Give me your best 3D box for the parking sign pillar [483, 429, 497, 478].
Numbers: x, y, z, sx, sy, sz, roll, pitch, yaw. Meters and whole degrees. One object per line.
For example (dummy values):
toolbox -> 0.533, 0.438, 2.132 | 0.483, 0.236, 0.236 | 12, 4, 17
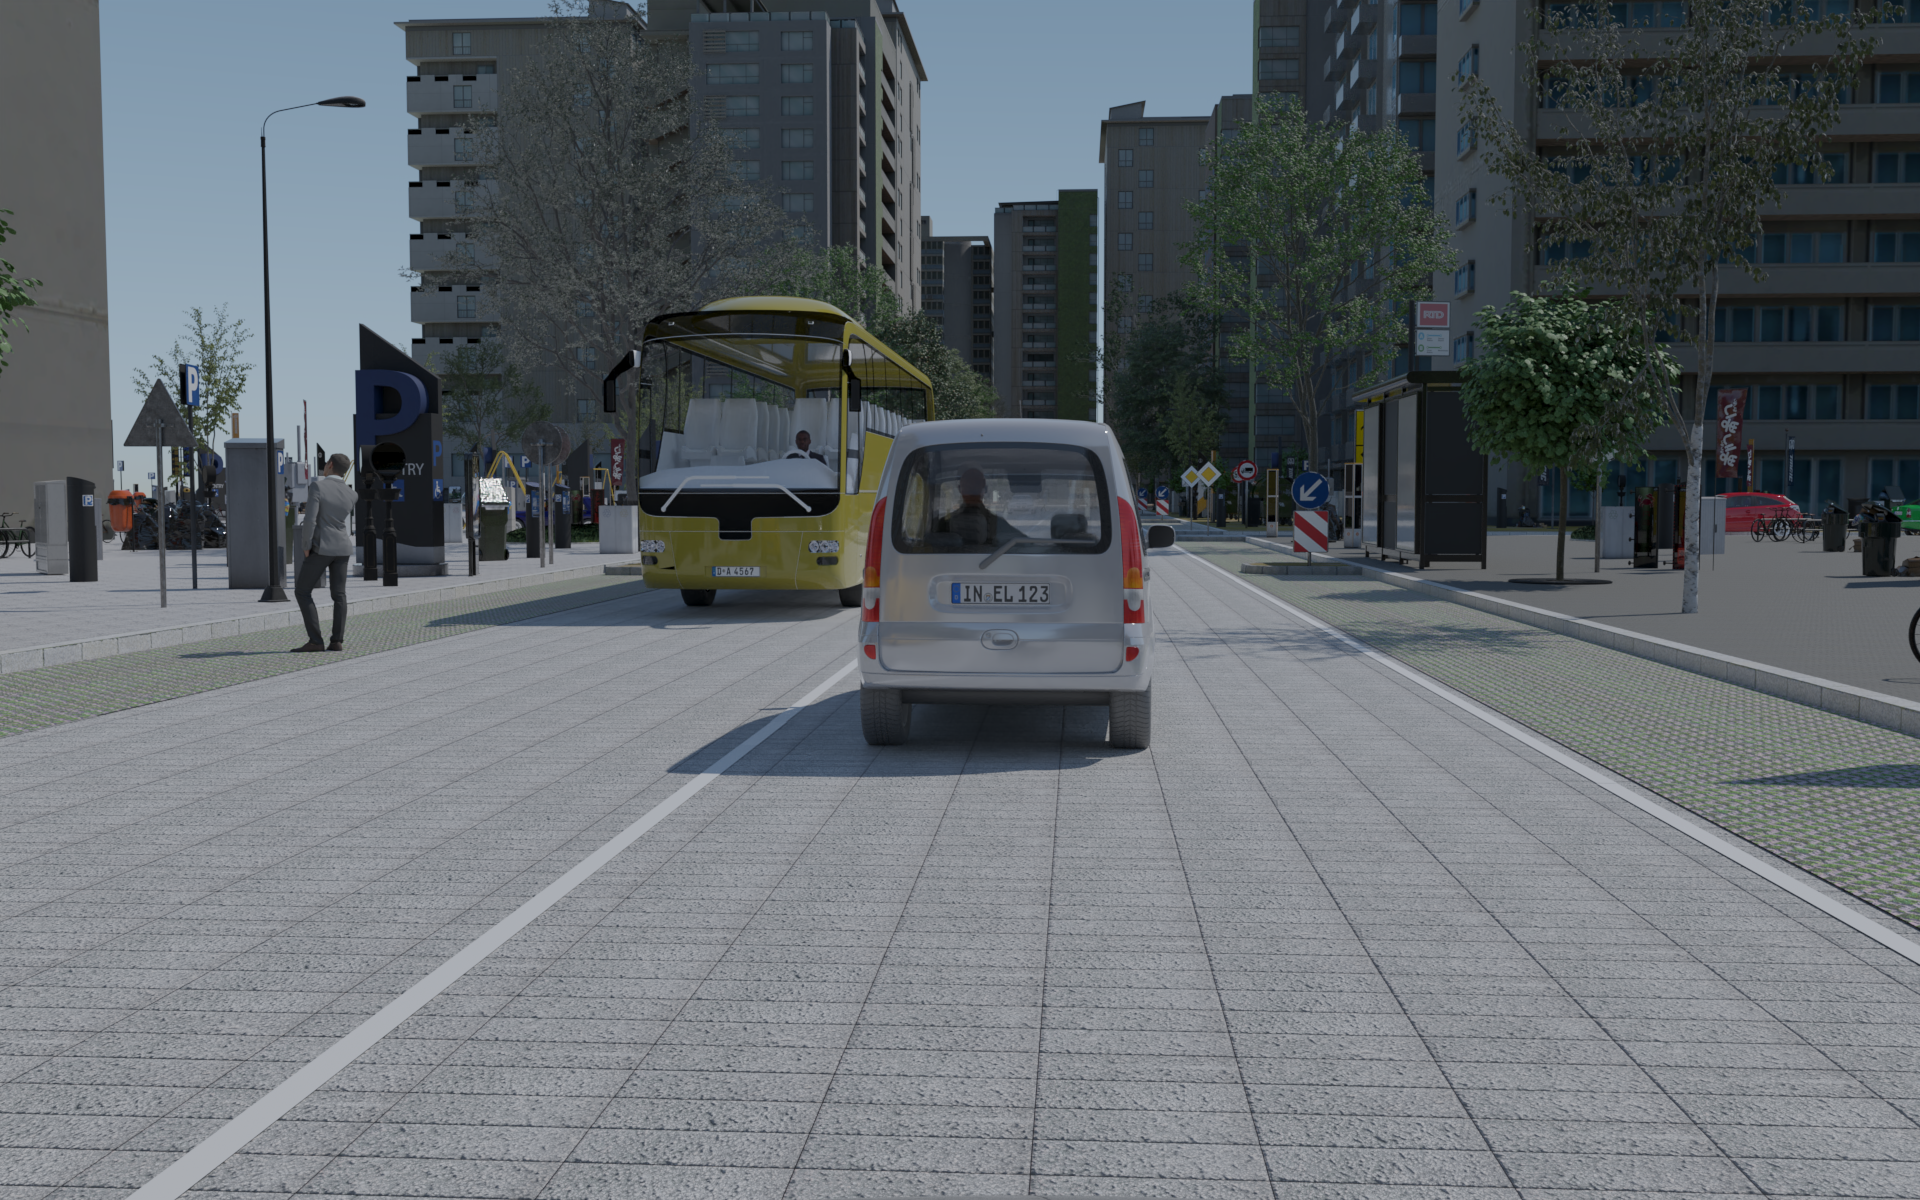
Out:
parking sign pillar -> -19.390, -5.081, 71.552 | 1.447, 3.967, 1.447 | -1, 4, -18

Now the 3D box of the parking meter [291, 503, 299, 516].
parking meter -> -39.659, -5.964, 103.224 | 0.255, 1.863, 0.399 | 1, 4, 17

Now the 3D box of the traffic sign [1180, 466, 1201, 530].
traffic sign -> 8.156, -3.511, 61.040 | 0.795, 2.450, 0.064 | 0, 4, 4

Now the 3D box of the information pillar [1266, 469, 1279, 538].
information pillar -> 9.221, -2.851, 51.108 | 0.304, 2.012, 0.304 | 1, 4, 17

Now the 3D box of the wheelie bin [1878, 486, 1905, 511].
wheelie bin -> 35.582, -3.567, 66.221 | 0.980, 1.594, 0.693 | -1, 4, -9

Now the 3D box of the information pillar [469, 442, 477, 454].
information pillar -> -21.858, -5.291, 77.866 | 0.183, 3.616, 0.504 | 2, 4, 24

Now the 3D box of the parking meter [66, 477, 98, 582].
parking meter -> -12.834, -1.035, 25.326 | 0.372, 1.533, 0.369 | 0, 3, 0

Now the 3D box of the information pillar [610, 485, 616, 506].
information pillar -> -21.862, -6.398, 109.093 | 0.304, 2.012, 0.304 | 0, 4, 2

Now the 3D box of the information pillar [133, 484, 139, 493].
information pillar -> -58.586, -7.258, 123.152 | 0.304, 2.012, 0.304 | -3, 5, -40

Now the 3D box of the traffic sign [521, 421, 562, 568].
traffic sign -> -7.287, -1.838, 30.157 | 0.768, 2.556, 0.104 | 1, 4, 12

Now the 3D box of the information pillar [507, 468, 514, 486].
information pillar -> -27.763, -7.076, 107.040 | 0.504, 3.616, 0.183 | 2, 4, 23

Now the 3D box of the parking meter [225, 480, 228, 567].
parking meter -> -12.764, -1.356, 30.579 | 0.372, 1.533, 0.369 | 0, 3, 0

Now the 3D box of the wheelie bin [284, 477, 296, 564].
wheelie bin -> -12.580, -1.449, 31.604 | 0.980, 1.594, 0.693 | 1, 4, 13

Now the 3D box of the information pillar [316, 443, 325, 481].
information pillar -> -29.188, -5.370, 79.148 | 0.183, 3.616, 0.504 | 1, 4, 21

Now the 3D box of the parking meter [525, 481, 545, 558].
parking meter -> -8.531, -1.614, 34.796 | 0.372, 1.533, 0.369 | 0, 3, 0

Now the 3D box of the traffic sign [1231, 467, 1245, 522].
traffic sign -> 12.838, -4.870, 79.727 | 0.768, 2.556, 0.104 | 0, 4, 7

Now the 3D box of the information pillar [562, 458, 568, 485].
information pillar -> -22.516, -6.579, 98.929 | 0.504, 3.616, 0.183 | 0, 4, -8

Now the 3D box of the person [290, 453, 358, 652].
person -> -5.761, -0.429, 15.697 | 0.592, 1.802, 0.473 | -3, 5, -44

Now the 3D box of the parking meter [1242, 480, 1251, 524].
parking meter -> 12.275, -4.186, 74.152 | 0.399, 1.863, 0.255 | 0, 4, -1

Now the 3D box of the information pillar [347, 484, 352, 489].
information pillar -> -45.191, -7.574, 128.324 | 0.304, 2.012, 0.304 | -2, 4, -33

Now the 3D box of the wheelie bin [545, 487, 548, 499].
wheelie bin -> -17.985, -4.079, 74.605 | 0.693, 1.594, 0.980 | -3, 5, -41

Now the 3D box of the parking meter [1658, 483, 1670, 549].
parking meter -> 16.532, -1.966, 40.562 | 0.372, 1.533, 0.369 | 0, 3, 0

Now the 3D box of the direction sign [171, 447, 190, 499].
direction sign -> -35.577, -5.332, 79.172 | 0.876, 3.537, 0.379 | 0, 4, -1

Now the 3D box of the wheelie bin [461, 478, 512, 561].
wheelie bin -> -9.130, -1.552, 33.285 | 0.693, 1.594, 0.980 | 3, 5, 44

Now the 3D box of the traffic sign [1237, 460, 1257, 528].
traffic sign -> 10.737, -3.959, 64.837 | 0.768, 2.556, 0.104 | 0, 4, 4

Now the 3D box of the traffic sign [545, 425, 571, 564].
traffic sign -> -7.476, -1.926, 31.598 | 0.768, 2.556, 0.104 | 0, 4, 4

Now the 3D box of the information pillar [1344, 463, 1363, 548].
information pillar -> 9.318, -2.235, 41.038 | 0.304, 2.012, 0.304 | -2, 4, -34

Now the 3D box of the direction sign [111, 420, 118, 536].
direction sign -> -26.081, -3.736, 53.076 | 0.379, 3.537, 0.876 | -3, 5, -43

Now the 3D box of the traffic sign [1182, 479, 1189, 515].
traffic sign -> 12.702, -5.785, 96.717 | 0.606, 2.300, 0.079 | 1, 4, 14

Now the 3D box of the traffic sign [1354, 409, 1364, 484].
traffic sign -> 10.569, -2.907, 41.409 | 2.265, 3.308, 0.079 | 0, 4, 8

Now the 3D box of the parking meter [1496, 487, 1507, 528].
parking meter -> 20.459, -3.486, 65.401 | 0.372, 1.533, 0.369 | 0, 3, 0

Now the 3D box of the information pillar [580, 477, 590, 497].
information pillar -> -16.051, -4.260, 74.135 | 0.304, 2.012, 0.304 | -3, 4, -36

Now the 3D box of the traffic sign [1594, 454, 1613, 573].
traffic sign -> 10.427, -1.722, 28.267 | 0.768, 2.556, 0.104 | 0, 4, 7

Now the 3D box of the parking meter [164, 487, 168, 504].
parking meter -> -61.326, -7.822, 133.593 | 0.255, 1.863, 0.399 | 2, 4, 26

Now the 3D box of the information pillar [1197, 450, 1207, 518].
information pillar -> 12.892, -6.172, 92.274 | 0.504, 3.616, 0.183 | 2, 4, 24

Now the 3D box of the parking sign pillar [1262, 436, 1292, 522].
parking sign pillar -> 14.721, -5.626, 80.463 | 1.447, 3.967, 1.447 | 1, 4, 9

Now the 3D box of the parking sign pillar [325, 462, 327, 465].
parking sign pillar -> -48.579, -8.884, 133.732 | 1.447, 3.967, 1.447 | -1, 4, -18

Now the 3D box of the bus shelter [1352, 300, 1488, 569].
bus shelter -> 8.944, -3.425, 33.634 | 2.179, 5.291, 8.768 | 0, 4, 4

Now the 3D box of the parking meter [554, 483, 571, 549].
parking meter -> -9.361, -1.981, 40.792 | 0.372, 1.533, 0.369 | 0, 3, 0

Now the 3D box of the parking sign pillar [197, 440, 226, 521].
parking sign pillar -> -36.142, -5.822, 83.667 | 1.447, 3.967, 1.447 | 2, 4, 24

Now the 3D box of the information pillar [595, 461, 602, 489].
information pillar -> -25.163, -7.903, 120.571 | 0.504, 3.616, 0.183 | -2, 4, -33

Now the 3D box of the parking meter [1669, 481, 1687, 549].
parking meter -> 13.981, -1.524, 33.334 | 0.372, 1.533, 0.369 | 0, 3, 0

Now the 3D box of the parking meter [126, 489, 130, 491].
parking meter -> -41.173, -4.714, 85.479 | 0.372, 1.533, 0.369 | 0, 3, 0

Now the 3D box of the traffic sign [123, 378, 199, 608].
traffic sign -> -8.992, -1.191, 19.484 | 0.884, 2.594, 0.081 | 0, 4, 6

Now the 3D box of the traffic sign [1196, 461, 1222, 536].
traffic sign -> 7.608, -3.023, 53.074 | 0.795, 2.450, 0.064 | 0, 4, 4

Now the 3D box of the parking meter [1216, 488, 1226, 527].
parking meter -> 10.139, -3.595, 67.197 | 0.372, 1.533, 0.369 | 0, 3, 0

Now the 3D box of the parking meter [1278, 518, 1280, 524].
parking meter -> 14.006, -4.248, 75.169 | 0.399, 1.863, 0.255 | 3, 5, 40

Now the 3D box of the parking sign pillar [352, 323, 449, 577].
parking sign pillar -> -8.828, -2.370, 27.227 | 1.447, 3.967, 1.447 | 0, 4, 8
